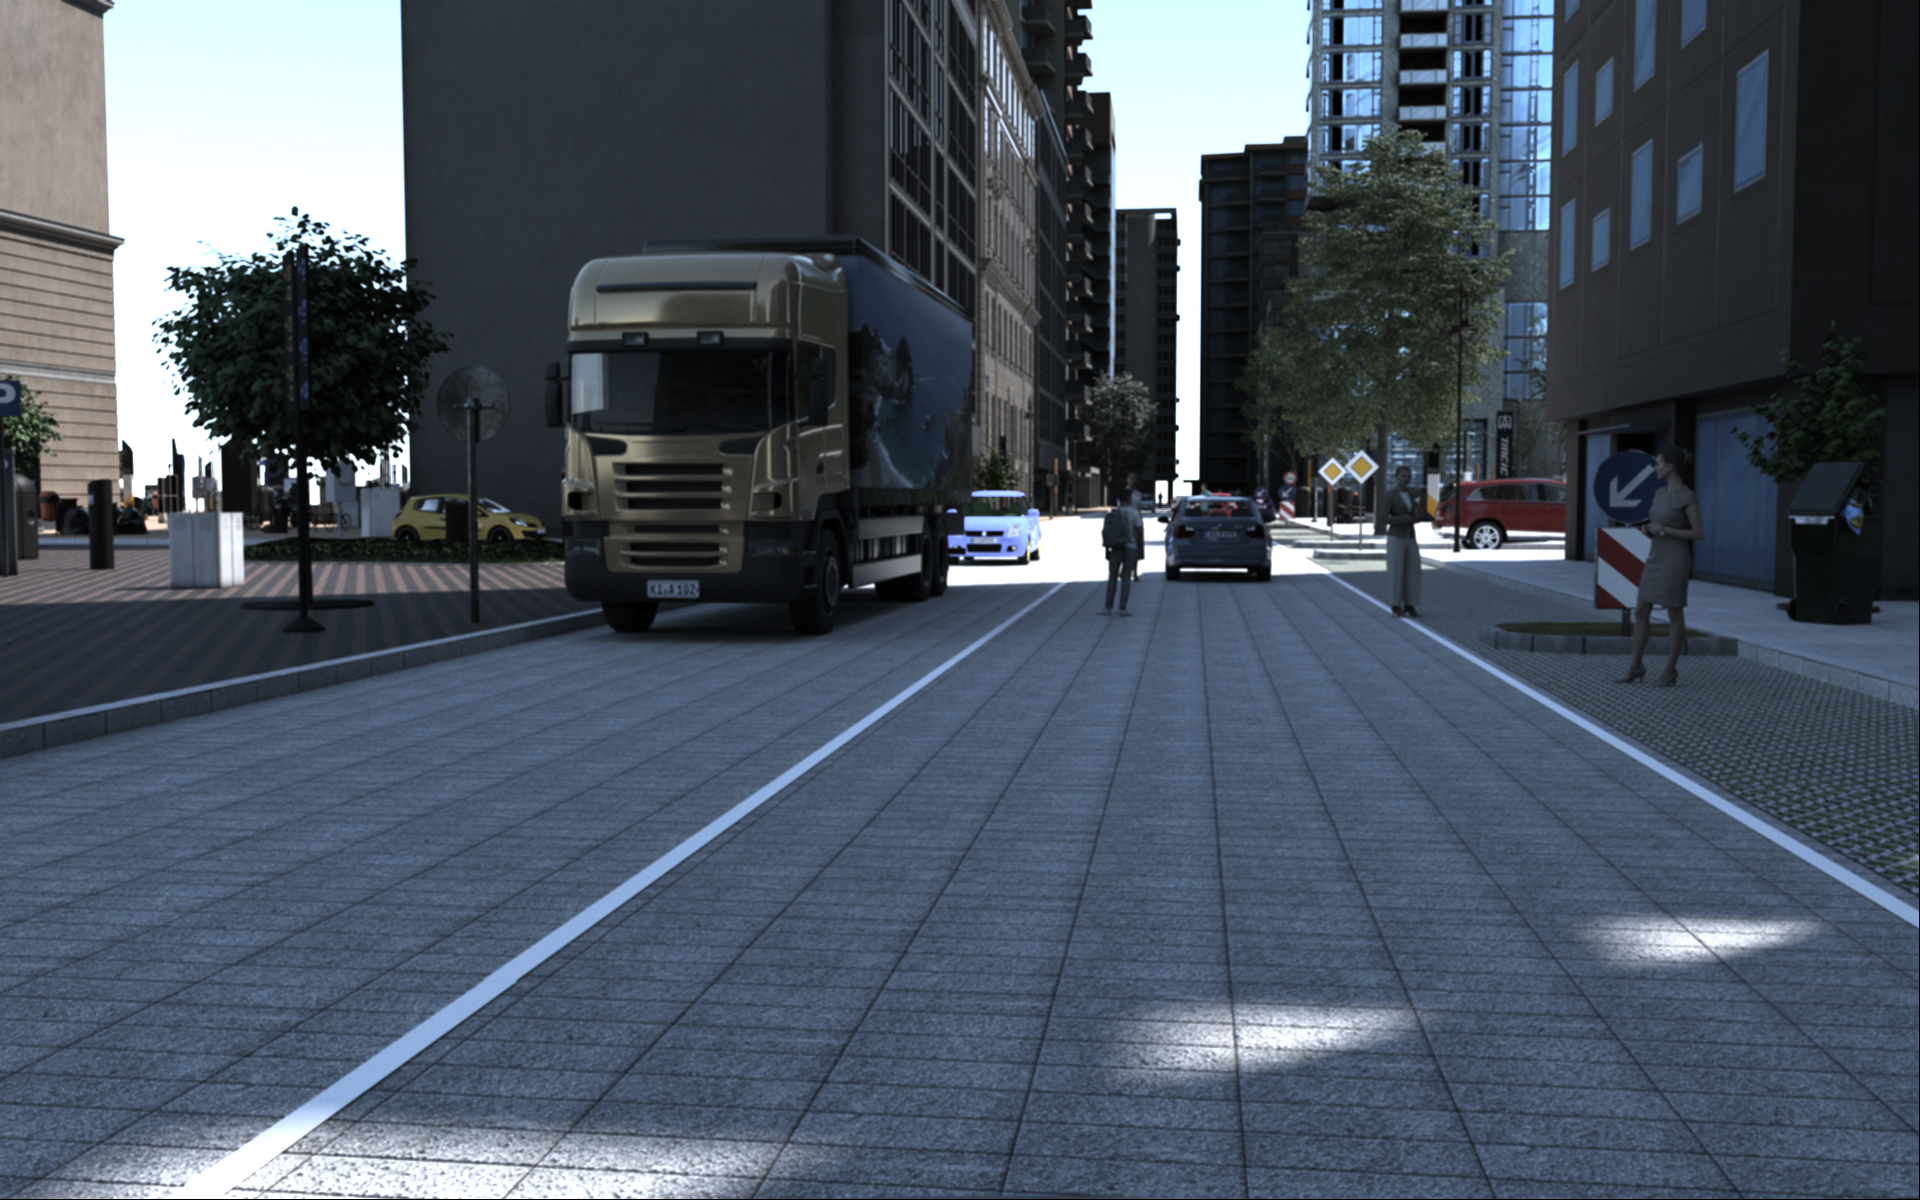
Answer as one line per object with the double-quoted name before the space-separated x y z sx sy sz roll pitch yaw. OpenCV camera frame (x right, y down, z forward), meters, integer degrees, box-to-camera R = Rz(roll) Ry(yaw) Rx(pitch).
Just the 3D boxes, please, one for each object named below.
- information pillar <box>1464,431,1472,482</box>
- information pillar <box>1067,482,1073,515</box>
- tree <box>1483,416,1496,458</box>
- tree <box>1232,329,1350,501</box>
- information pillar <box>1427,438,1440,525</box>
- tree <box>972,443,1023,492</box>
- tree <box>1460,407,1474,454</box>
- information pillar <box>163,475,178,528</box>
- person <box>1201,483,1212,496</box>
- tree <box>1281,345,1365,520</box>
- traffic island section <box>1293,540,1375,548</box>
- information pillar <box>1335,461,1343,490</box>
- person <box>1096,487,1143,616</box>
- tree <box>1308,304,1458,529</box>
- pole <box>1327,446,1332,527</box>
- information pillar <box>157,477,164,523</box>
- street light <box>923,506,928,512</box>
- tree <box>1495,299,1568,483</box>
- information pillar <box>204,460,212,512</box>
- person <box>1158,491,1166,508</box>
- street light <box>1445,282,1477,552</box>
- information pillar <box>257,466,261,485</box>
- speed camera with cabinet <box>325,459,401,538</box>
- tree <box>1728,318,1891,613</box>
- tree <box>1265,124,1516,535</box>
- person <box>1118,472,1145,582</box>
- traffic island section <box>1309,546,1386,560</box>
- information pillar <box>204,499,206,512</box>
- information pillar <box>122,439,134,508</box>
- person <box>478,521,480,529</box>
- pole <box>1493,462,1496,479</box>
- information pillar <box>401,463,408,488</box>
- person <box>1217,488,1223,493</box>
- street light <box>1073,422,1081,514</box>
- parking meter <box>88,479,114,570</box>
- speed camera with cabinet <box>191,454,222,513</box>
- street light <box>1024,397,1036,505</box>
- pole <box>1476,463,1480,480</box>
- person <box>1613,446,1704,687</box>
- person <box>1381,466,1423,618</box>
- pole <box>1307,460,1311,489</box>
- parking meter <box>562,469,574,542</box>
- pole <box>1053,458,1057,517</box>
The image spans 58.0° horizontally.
"information pillar" 18.942 -4.483 64.656 0.183 3.616 0.504 3 5 44
"information pillar" 6.589 -6.091 104.080 0.304 2.012 0.304 -1 4 -13
"tree" 37.248 -10.092 115.371 4.360 8.622 3.978 0 3 0
"tree" 20.766 -11.139 107.872 9.928 11.665 9.643 0 3 0
"information pillar" 19.505 -4.889 71.295 0.504 3.616 0.183 2 4 33
"tree" 1.281 -4.352 65.749 1.663 3.219 1.824 0 3 0
"tree" 27.767 -9.230 101.266 4.737 8.622 4.395 0 3 0
"information pillar" -29.984 -3.757 65.925 0.304 2.012 0.304 3 4 38
"person" 8.844 -3.260 61.826 0.620 1.820 0.660 -2 4 -35
"tree" 17.459 -8.179 84.081 4.360 8.622 3.978 0 3 0
"traffic island section" 10.048 -1.496 46.736 2.009 0.180 2.903 0 4 8
"information pillar" 25.327 -7.615 115.861 0.504 3.616 0.183 3 4 36
"person" 1.878 -0.571 20.424 0.503 1.515 0.523 -1 4 -19
"tree" 15.016 -6.909 63.329 4.737 8.622 4.395 0 3 0
"pole" 14.592 -4.552 68.266 0.158 3.312 0.155 0 3 0
"information pillar" -34.901 -4.363 75.825 0.304 2.012 0.304 1 4 11
"street light" -0.978 -4.634 48.560 0.468 5.910 1.993 0 4 8
"tree" 21.759 -6.797 61.485 4.360 8.622 3.978 0 3 0
"information pillar" -51.539 -7.797 118.835 0.504 3.616 0.183 0 4 -2
"person" 20.824 -10.372 178.610 0.750 1.759 0.617 -1 4 -17
"street light" 10.947 -3.988 37.990 0.468 5.910 1.993 0 4 8
"information pillar" -36.459 -6.031 89.964 0.183 3.616 0.504 0 4 5
"speed camera with cabinet" -17.300 -3.416 50.194 0.660 3.252 2.038 3 5 44
"tree" 9.683 -1.502 19.154 1.663 3.219 1.824 0 3 0
"tree" 13.519 -8.286 53.607 7.486 12.596 7.792 0 3 0
"person" 2.791 -1.214 28.579 0.478 1.798 0.641 -1 4 -10
"traffic island section" 8.993 -1.012 38.821 2.009 0.180 2.903 0 4 8
"information pillar" -52.361 -7.083 120.299 0.304 2.012 0.304 -2 4 -30
"information pillar" -35.314 -5.023 73.475 0.504 3.616 0.183 1 4 19
"person" -12.393 -1.853 43.817 0.505 1.210 0.382 -1 4 -16
"pole" 34.292 -7.170 111.079 0.158 3.312 0.155 0 3 0
"information pillar" -41.391 -8.425 129.107 0.504 3.616 0.183 1 4 9
"person" 17.133 -6.486 114.458 0.656 1.842 0.836 -1 4 -14
"street light" 7.512 -8.506 111.856 0.468 5.910 1.993 0 4 8
"parking meter" -14.669 -1.295 29.577 0.372 1.533 0.369 0 3 0
"speed camera with cabinet" -37.221 -5.633 86.428 2.038 3.252 0.660 -2 4 -30
"street light" 3.265 -6.614 80.934 0.468 5.910 1.993 0 4 8
"pole" 34.383 -7.413 115.051 0.158 3.312 0.155 0 3 0
"person" 5.168 -0.242 12.790 0.374 1.781 0.599 -1 4 -17
"person" 5.133 -0.671 20.026 0.519 1.759 0.362 -2 4 -28
"pole" 20.697 -6.657 102.681 0.158 3.312 0.155 0 3 0
"parking meter" -8.971 -2.074 39.626 0.255 1.863 0.399 -1 4 -12
"pole" 5.428 -6.400 98.482 0.158 3.312 0.155 0 3 0
